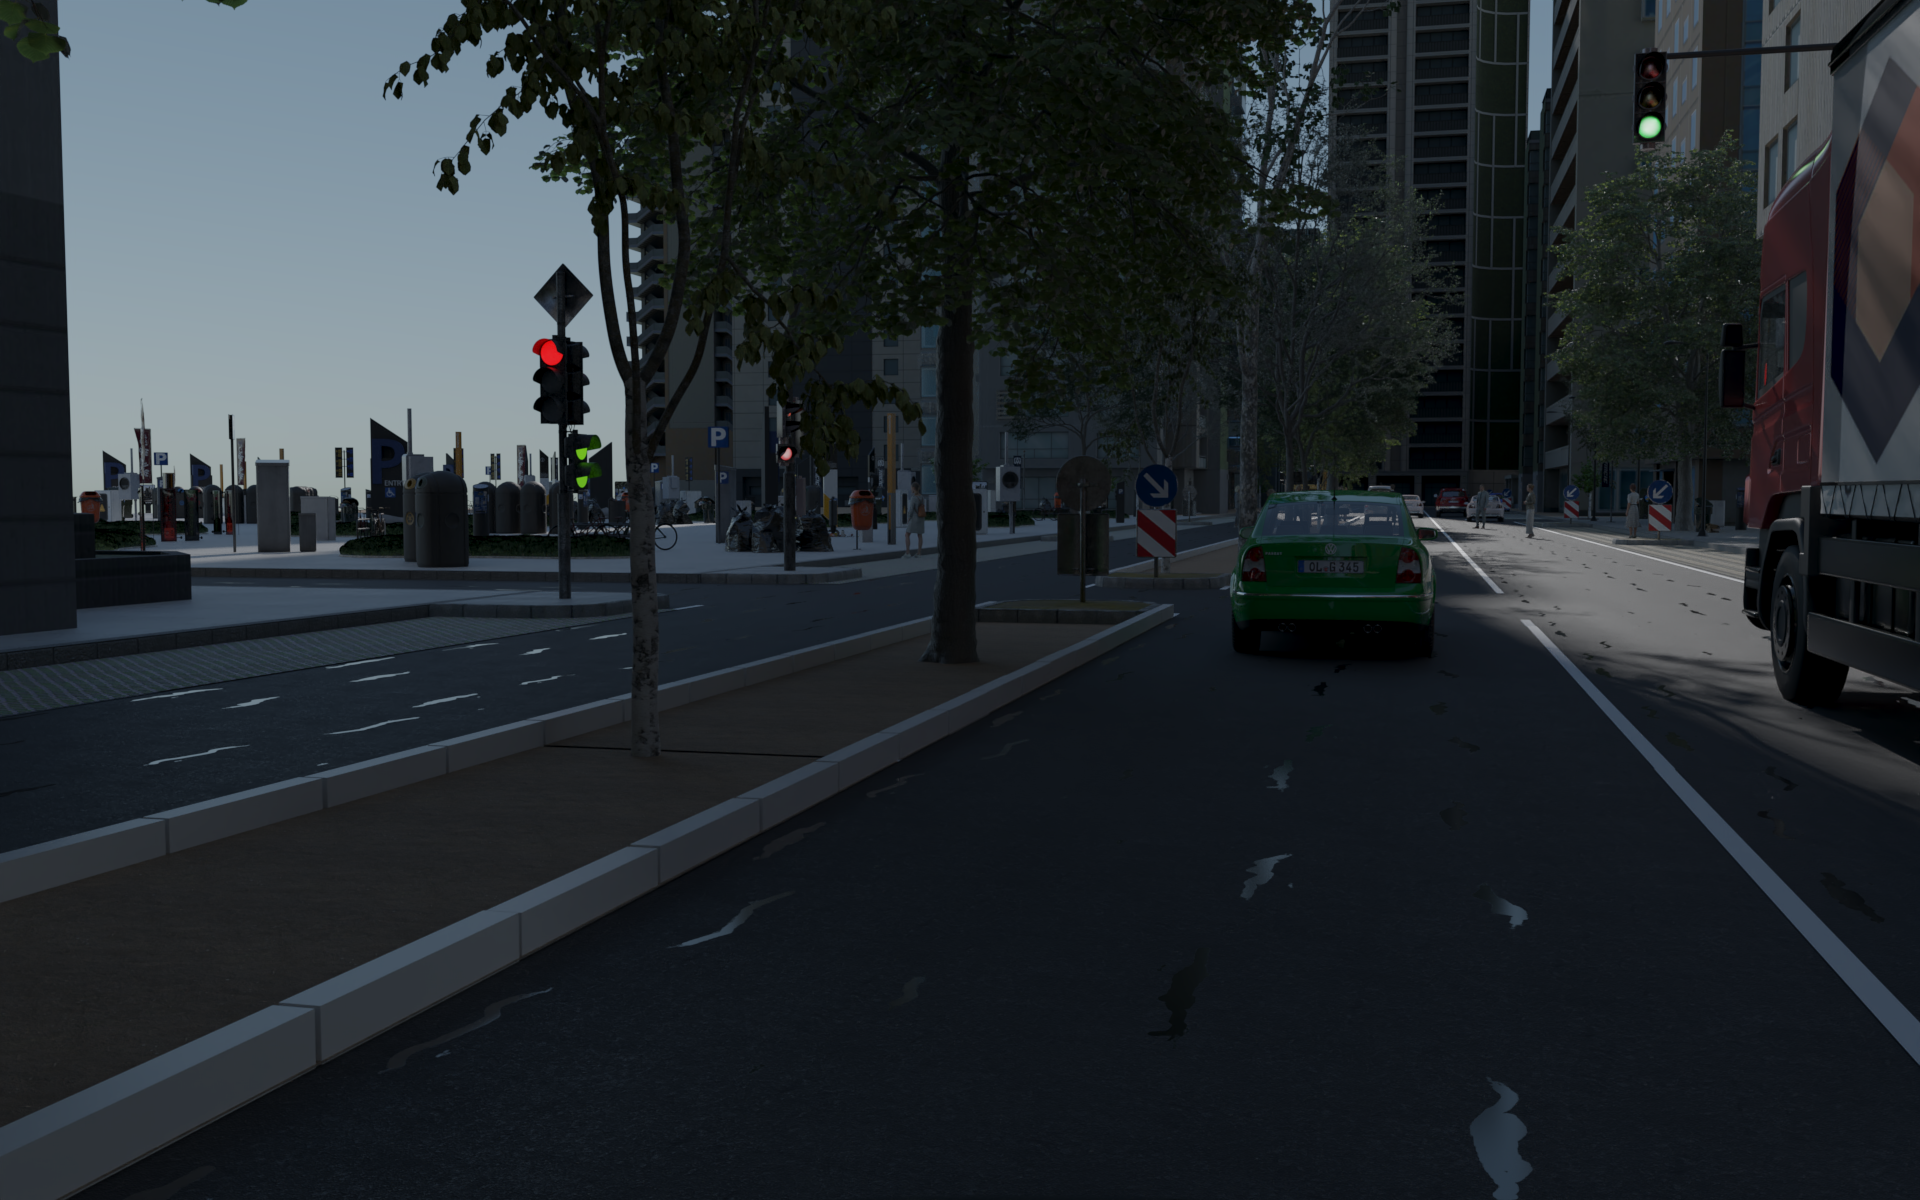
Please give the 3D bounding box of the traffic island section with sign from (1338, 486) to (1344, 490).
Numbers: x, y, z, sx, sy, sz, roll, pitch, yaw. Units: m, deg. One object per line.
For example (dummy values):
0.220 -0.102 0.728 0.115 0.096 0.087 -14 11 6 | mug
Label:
21.979 -5.610 99.862 2.006 1.907 1.989 1 4 14 | traffic island section with sign

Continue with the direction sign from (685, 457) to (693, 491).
-16.572 -6.969 105.943 0.379 3.537 0.876 -3 4 -37 | direction sign

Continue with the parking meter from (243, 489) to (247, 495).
-33.928 -4.498 81.958 0.372 1.533 0.369 0 3 0 | parking meter

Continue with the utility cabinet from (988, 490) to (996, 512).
1.783 -5.373 96.532 0.318 1.500 1.173 0 4 -7 | utility cabinet

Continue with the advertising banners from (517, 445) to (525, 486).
-16.129 -4.021 61.933 2.074 3.025 0.090 3 5 41 | advertising banners

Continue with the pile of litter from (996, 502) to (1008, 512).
2.626 -5.152 98.200 1.719 0.858 1.176 0 4 4 | pile of litter

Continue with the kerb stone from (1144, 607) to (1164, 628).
2.047 0.212 18.721 0.120 0.150 1.000 1 4 14 | kerb stone

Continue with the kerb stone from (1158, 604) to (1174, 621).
2.308 0.153 19.715 0.120 0.150 1.000 1 4 14 | kerb stone

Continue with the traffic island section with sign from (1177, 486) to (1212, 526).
10.555 -4.337 79.540 1.989 1.847 2.006 1 4 14 | traffic island section with sign

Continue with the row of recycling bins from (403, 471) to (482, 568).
-9.595 -1.509 31.783 1.069 1.692 3.534 -1 4 -22 | row of recycling bins

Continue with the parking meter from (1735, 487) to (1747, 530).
27.883 -3.265 61.796 0.372 1.533 0.369 0 3 0 | parking meter

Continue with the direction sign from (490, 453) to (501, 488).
-25.835 -6.387 96.419 0.876 3.537 0.379 3 4 38 | direction sign

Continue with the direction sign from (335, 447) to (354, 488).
-29.779 -5.617 83.840 0.876 3.537 0.379 0 4 -3 | direction sign

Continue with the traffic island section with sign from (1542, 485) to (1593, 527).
26.293 -4.059 74.998 1.989 1.847 2.006 1 4 14 | traffic island section with sign

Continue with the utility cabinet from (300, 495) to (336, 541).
-17.793 -2.255 48.037 1.020 1.237 0.306 2 4 26 | utility cabinet

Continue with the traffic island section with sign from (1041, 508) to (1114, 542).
3.625 -2.699 52.763 1.989 1.847 2.006 1 4 14 | traffic island section with sign

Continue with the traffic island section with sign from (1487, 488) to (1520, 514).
38.792 -7.018 123.367 1.989 1.847 2.006 1 4 14 | traffic island section with sign

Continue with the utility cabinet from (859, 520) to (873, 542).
-2.532 -2.153 46.365 0.306 1.237 1.020 -1 4 -9 | utility cabinet

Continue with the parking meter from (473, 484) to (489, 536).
-11.544 -2.039 41.747 0.372 1.533 0.369 0 3 0 | parking meter

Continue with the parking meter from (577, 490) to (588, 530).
-13.624 -3.312 62.560 0.372 1.533 0.369 0 3 0 | parking meter

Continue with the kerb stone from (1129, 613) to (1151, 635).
1.794 0.273 17.731 0.120 0.150 1.000 1 4 14 | kerb stone

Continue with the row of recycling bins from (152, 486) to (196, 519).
-41.016 -5.185 91.879 1.069 1.692 3.534 3 5 43 | row of recycling bins

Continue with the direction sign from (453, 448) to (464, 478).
-24.643 -5.701 85.200 0.379 3.537 0.876 1 4 16 | direction sign

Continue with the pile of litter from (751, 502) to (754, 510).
-12.637 -5.469 103.385 1.719 0.858 1.176 2 4 34 | pile of litter

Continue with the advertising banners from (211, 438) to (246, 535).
-23.021 -3.568 54.526 2.074 3.025 0.090 3 4 38 | advertising banners

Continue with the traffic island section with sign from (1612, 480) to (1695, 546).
19.538 -2.463 48.900 1.989 1.847 2.006 1 4 14 | traffic island section with sign

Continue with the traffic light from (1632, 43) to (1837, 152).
9.207 -2.613 17.394 4.771 5.953 1.251 1 4 14 | traffic light

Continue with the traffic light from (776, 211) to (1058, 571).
-0.785 -3.285 28.382 4.771 5.953 1.251 1 4 14 | traffic light

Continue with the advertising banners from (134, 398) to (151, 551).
-15.362 -2.222 32.515 0.090 3.025 2.074 -2 4 -27 | advertising banners

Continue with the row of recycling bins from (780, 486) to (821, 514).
-7.808 -4.763 84.987 1.069 1.692 3.534 -2 4 -29 | row of recycling bins

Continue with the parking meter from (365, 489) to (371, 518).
-29.004 -4.690 85.091 0.372 1.533 0.369 0 3 0 | parking meter

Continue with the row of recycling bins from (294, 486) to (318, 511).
-38.666 -5.780 101.622 1.069 1.692 3.534 0 3 0 | row of recycling bins

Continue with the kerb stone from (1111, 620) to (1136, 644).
1.536 0.334 16.739 0.120 0.150 1.000 1 4 14 | kerb stone

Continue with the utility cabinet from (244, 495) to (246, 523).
-31.821 -4.035 77.141 0.306 1.237 1.020 3 5 42 | utility cabinet

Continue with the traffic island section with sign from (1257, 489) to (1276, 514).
22.949 -7.268 127.461 1.989 1.847 2.006 1 4 14 | traffic island section with sign

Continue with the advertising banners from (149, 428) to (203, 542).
-21.357 -3.091 46.729 0.090 3.025 2.074 2 4 26 | advertising banners

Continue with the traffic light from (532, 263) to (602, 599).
-4.833 -1.971 21.141 0.839 4.253 0.868 1 4 14 | traffic light

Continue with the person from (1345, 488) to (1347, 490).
20.382 -5.071 91.757 0.694 1.780 0.624 3 4 38 | person

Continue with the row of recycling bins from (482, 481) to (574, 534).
-14.154 -2.995 56.087 3.534 1.692 1.069 1 4 14 | row of recycling bins

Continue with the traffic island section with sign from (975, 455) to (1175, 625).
1.302 -0.722 19.938 2.006 1.907 1.989 1 4 14 | traffic island section with sign

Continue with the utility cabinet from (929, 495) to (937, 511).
-1.138 -4.920 91.598 1.020 1.237 0.306 0 4 -1 | utility cabinet

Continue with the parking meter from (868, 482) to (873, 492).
-4.299 -4.810 84.349 0.255 1.863 0.399 -2 4 -24 | parking meter

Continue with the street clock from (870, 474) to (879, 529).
-3.106 -3.562 62.802 0.358 2.002 0.471 -1 4 -19 | street clock

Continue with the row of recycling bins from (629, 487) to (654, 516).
-18.130 -5.563 98.066 1.069 1.692 3.534 2 4 28 | row of recycling bins

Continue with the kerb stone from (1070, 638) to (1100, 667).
1.026 0.459 14.755 0.120 0.150 1.000 1 4 14 | kerb stone

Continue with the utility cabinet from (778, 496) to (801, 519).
-5.806 -2.853 57.801 1.020 1.237 0.306 1 4 20 | utility cabinet

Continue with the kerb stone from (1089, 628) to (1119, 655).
1.283 0.395 15.744 0.120 0.150 1.000 1 4 14 | kerb stone

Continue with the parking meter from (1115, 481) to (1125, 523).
7.090 -4.350 76.838 0.399 1.863 0.255 0 4 -5 | parking meter

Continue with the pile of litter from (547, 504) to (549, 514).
-20.813 -4.505 87.620 1.719 0.858 1.176 2 4 30 | pile of litter

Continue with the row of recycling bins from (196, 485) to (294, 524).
-30.904 -4.150 74.963 3.534 1.692 1.069 -1 4 -10 | row of recycling bins

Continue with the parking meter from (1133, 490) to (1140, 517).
9.939 -5.447 97.471 0.372 1.533 0.369 0 3 0 | parking meter

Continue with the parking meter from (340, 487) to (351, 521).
-22.266 -3.328 62.830 0.372 1.533 0.369 0 3 0 | parking meter

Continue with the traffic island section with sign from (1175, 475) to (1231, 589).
3.166 -1.160 27.107 2.006 1.907 1.989 1 4 14 | traffic island section with sign

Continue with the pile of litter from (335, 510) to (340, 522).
-23.050 -3.068 64.132 1.176 0.858 1.719 0 4 6 | pile of litter
